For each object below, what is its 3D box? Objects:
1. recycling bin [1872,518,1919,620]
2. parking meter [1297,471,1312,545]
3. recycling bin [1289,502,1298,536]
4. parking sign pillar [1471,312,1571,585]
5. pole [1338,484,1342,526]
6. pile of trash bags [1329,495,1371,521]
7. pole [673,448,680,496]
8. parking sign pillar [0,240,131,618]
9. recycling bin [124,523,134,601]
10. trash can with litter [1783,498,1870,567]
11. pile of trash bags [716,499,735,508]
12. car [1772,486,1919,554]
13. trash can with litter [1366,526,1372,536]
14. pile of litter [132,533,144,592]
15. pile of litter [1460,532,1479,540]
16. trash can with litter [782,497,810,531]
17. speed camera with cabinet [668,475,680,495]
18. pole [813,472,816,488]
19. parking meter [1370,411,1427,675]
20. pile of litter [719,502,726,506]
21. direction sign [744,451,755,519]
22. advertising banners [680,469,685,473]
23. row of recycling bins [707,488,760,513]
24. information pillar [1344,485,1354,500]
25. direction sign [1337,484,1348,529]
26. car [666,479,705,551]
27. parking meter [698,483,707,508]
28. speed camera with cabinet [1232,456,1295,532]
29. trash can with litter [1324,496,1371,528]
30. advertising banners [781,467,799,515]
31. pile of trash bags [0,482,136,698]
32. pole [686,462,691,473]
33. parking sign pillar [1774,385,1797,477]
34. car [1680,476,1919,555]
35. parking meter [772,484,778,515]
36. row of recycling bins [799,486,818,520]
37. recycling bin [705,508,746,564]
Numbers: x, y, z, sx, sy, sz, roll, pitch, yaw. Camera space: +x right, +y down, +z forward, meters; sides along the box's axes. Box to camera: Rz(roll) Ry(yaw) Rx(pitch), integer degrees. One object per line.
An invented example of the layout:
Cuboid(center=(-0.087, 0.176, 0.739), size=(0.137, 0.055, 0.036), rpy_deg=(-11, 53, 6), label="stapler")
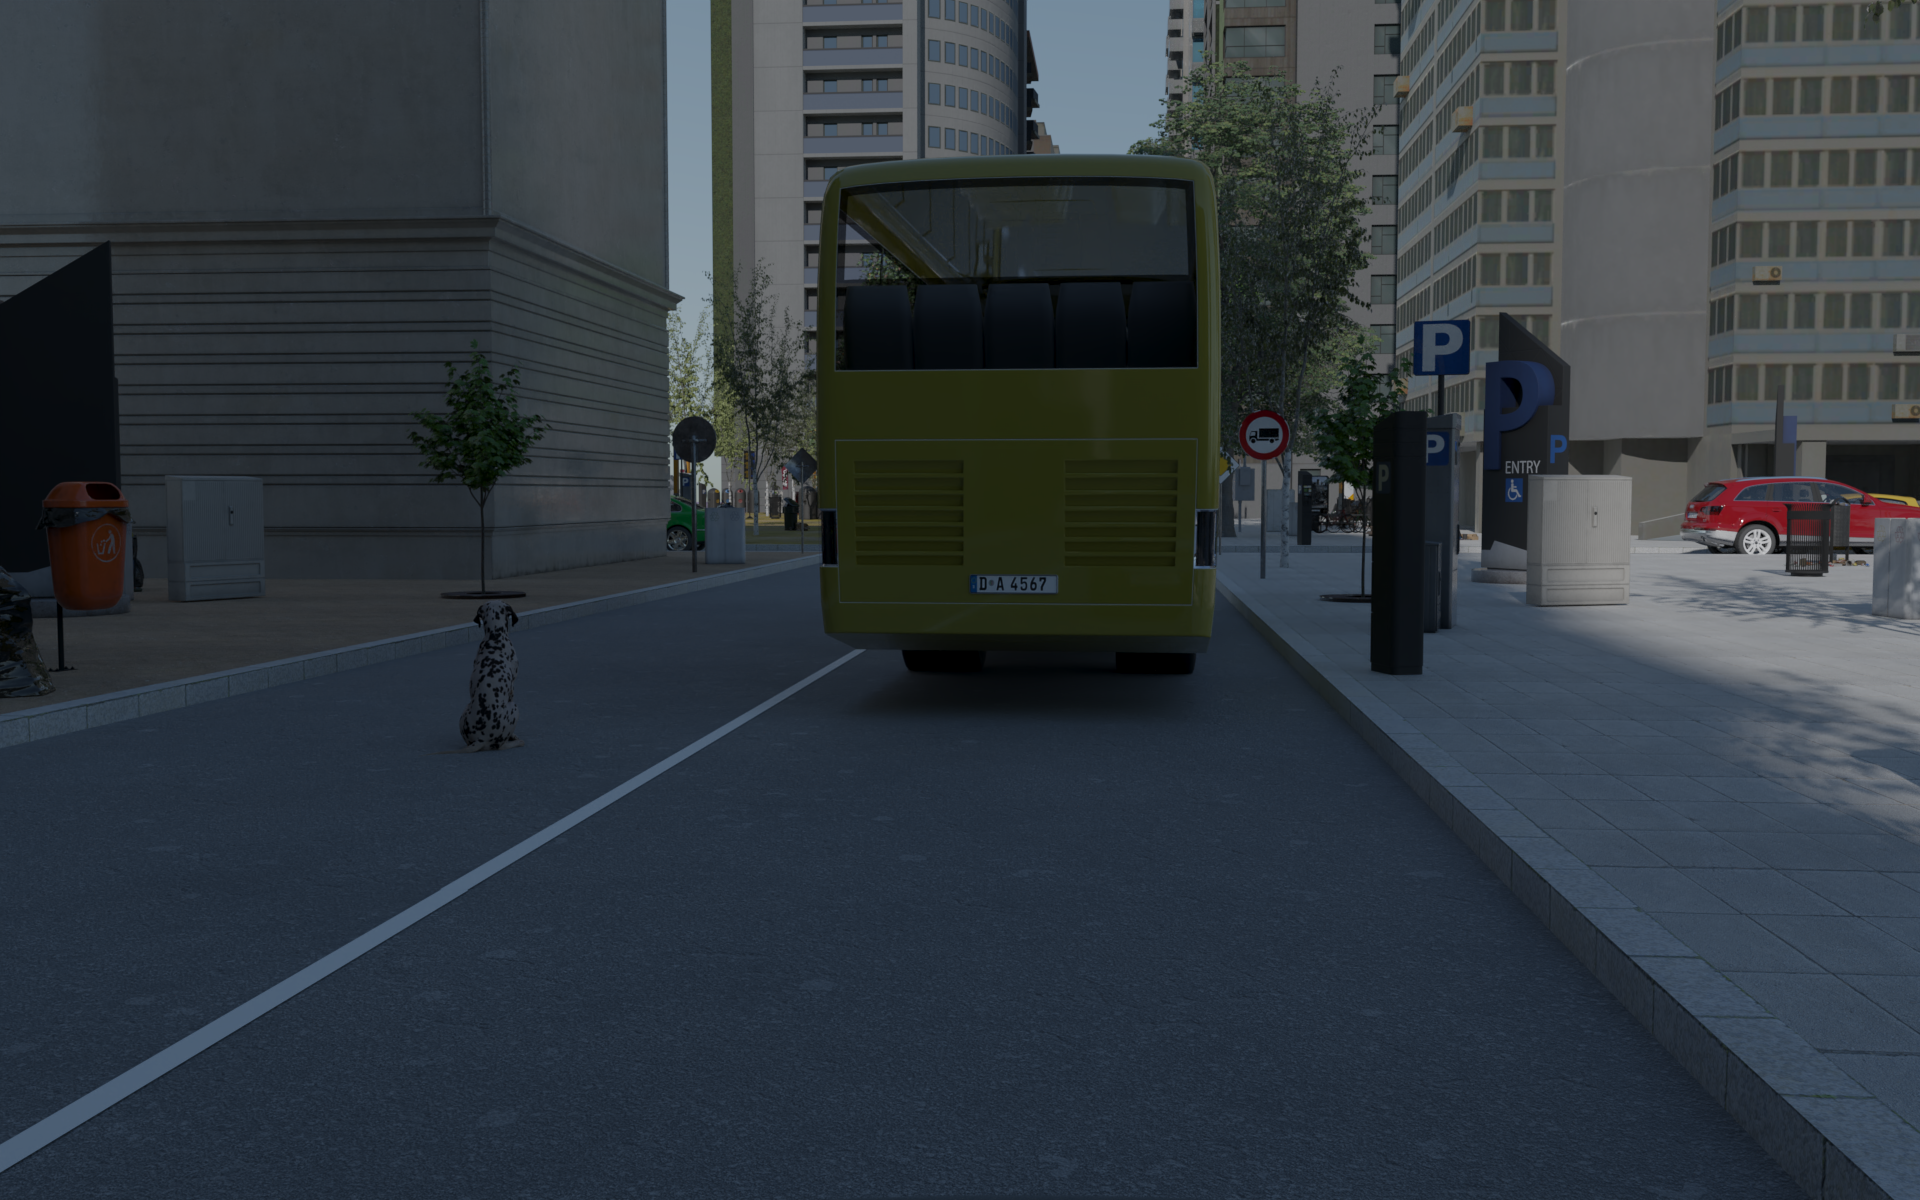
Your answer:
Cuboid(center=(10.014, -0.333, 17.994), size=(0.722, 1.027, 0.722), rpy_deg=(0, 3, 0), label="recycling bin")
Cuboid(center=(8.648, -2.308, 43.452), size=(0.255, 1.863, 0.399), rpy_deg=(-1, 4, -11), label="parking meter")
Cuboid(center=(10.288, -2.472, 52.968), size=(0.722, 1.027, 0.722), rpy_deg=(2, 4, 32), label="recycling bin")
Cuboid(center=(8.202, -2.242, 25.132), size=(1.447, 3.967, 1.447), rpy_deg=(-2, 4, -26), label="parking sign pillar")
Cuboid(center=(15.221, -4.603, 69.094), size=(0.158, 3.312, 0.155), rpy_deg=(0, 3, 0), label="pole")
Cuboid(center=(18.248, -4.477, 82.959), size=(3.447, 1.369, 1.912), rpy_deg=(0, 4, -3), label="pile of trash bags")
Cuboid(center=(-10.160, -4.171, 62.041), size=(0.158, 3.312, 0.155), rpy_deg=(0, 3, 0), label="pole")
Cuboid(center=(-9.692, -1.834, 18.451), size=(1.447, 3.967, 1.447), rpy_deg=(-1, 4, -19), label="parking sign pillar")
Cuboid(center=(-10.296, -0.488, 20.541), size=(0.722, 1.027, 0.722), rpy_deg=(0, 4, -8), label="recycling bin")
Cuboid(center=(15.494, -1.228, 31.142), size=(2.233, 1.210, 1.678), rpy_deg=(-2, 4, -32), label="trash can with litter")
Cuboid(center=(-7.475, -2.241, 46.394), size=(3.447, 1.369, 1.912), rpy_deg=(1, 4, 21), label="pile of trash bags")
Cuboid(center=(20.351, -1.828, 40.108), size=(3.980, 1.641, 2.015), rpy_deg=(0, 4, 7), label="car")
Cuboid(center=(12.912, -2.524, 52.648), size=(1.055, 1.170, 0.624), rpy_deg=(-2, 4, -26), label="trash can with litter")
Cuboid(center=(-11.334, -0.542, 22.819), size=(1.176, 0.858, 1.719), rpy_deg=(0, 4, -7), label="pile of litter")
Cuboid(center=(14.016, -2.134, 48.849), size=(1.176, 0.858, 1.719), rpy_deg=(0, 4, 8), label="pile of litter")
Cuboid(center=(-5.692, -3.004, 60.497), size=(1.055, 1.170, 0.624), rpy_deg=(2, 4, 33), label="trash can with litter")
Cuboid(center=(-13.558, -5.443, 83.328), size=(2.038, 3.252, 0.660), rpy_deg=(3, 5, 43), label="speed camera with cabinet")
Cuboid(center=(-9.097, -6.993, 108.179), size=(0.158, 3.312, 0.155), rpy_deg=(0, 3, 0), label="pole")
Cuboid(center=(3.137, -0.410, 12.408), size=(0.255, 1.863, 0.399), rpy_deg=(-1, 4, -12), label="parking meter")
Cuboid(center=(-13.397, -5.126, 97.781), size=(1.719, 0.858, 1.176), rpy_deg=(0, 4, -3), label="pile of litter")
Cuboid(center=(-11.002, -6.027, 90.539), size=(0.379, 3.537, 0.876), rpy_deg=(2, 4, 32), label="direction sign")
Cuboid(center=(-20.155, -7.668, 121.563), size=(2.074, 3.025, 0.090), rpy_deg=(0, 4, 3), label="advertising banners")
Cuboid(center=(-15.358, -6.743, 117.363), size=(3.534, 1.692, 1.069), rpy_deg=(-1, 4, -17), label="row of recycling bins")
Cuboid(center=(19.214, -5.761, 85.553), size=(0.504, 3.616, 0.183), rpy_deg=(3, 5, 39), label="information pillar")
Cuboid(center=(14.119, -4.393, 63.822), size=(0.379, 3.537, 0.876), rpy_deg=(-1, 4, -13), label="direction sign")
Cuboid(center=(-8.001, -2.047, 42.259), size=(4.718, 1.807, 1.959), rpy_deg=(0, 4, 5), label="car")
Cuboid(center=(-13.485, -5.203, 90.786), size=(0.255, 1.863, 0.399), rpy_deg=(3, 5, 41), label="parking meter")
Cuboid(center=(10.301, -3.941, 58.777), size=(2.038, 3.252, 0.660), rpy_deg=(0, 4, -2), label="speed camera with cabinet")
Cuboid(center=(15.347, -3.365, 66.073), size=(2.233, 1.210, 1.678), rpy_deg=(-3, 5, -41), label="trash can with litter")
Cuboid(center=(-10.192, -6.801, 107.377), size=(2.074, 3.025, 0.090), rpy_deg=(2, 4, 24), label="advertising banners")
Cuboid(center=(-6.709, -0.085, 11.136), size=(1.912, 1.369, 3.447), rpy_deg=(1, 4, 17), label="pile of trash bags")
Cuboid(center=(-11.265, -4.766, 71.763), size=(0.158, 3.312, 0.155), rpy_deg=(0, 3, 0), label="pole")
Cuboid(center=(20.658, -3.361, 43.432), size=(1.447, 3.967, 1.447), rpy_deg=(2, 4, 23), label="parking sign pillar")
Cuboid(center=(18.671, -1.794, 38.002), size=(5.304, 1.827, 2.281), rpy_deg=(0, 4, 4), label="car")
Cuboid(center=(-11.213, -6.073, 105.006), size=(0.255, 1.863, 0.399), rpy_deg=(-2, 4, -31), label="parking meter")
Cuboid(center=(-6.712, -4.948, 88.020), size=(1.069, 1.692, 3.534), rpy_deg=(3, 5, 43), label="row of recycling bins")
Cuboid(center=(-4.328, -1.187, 31.960), size=(0.722, 1.027, 0.722), rpy_deg=(0, 4, -6), label="recycling bin")
